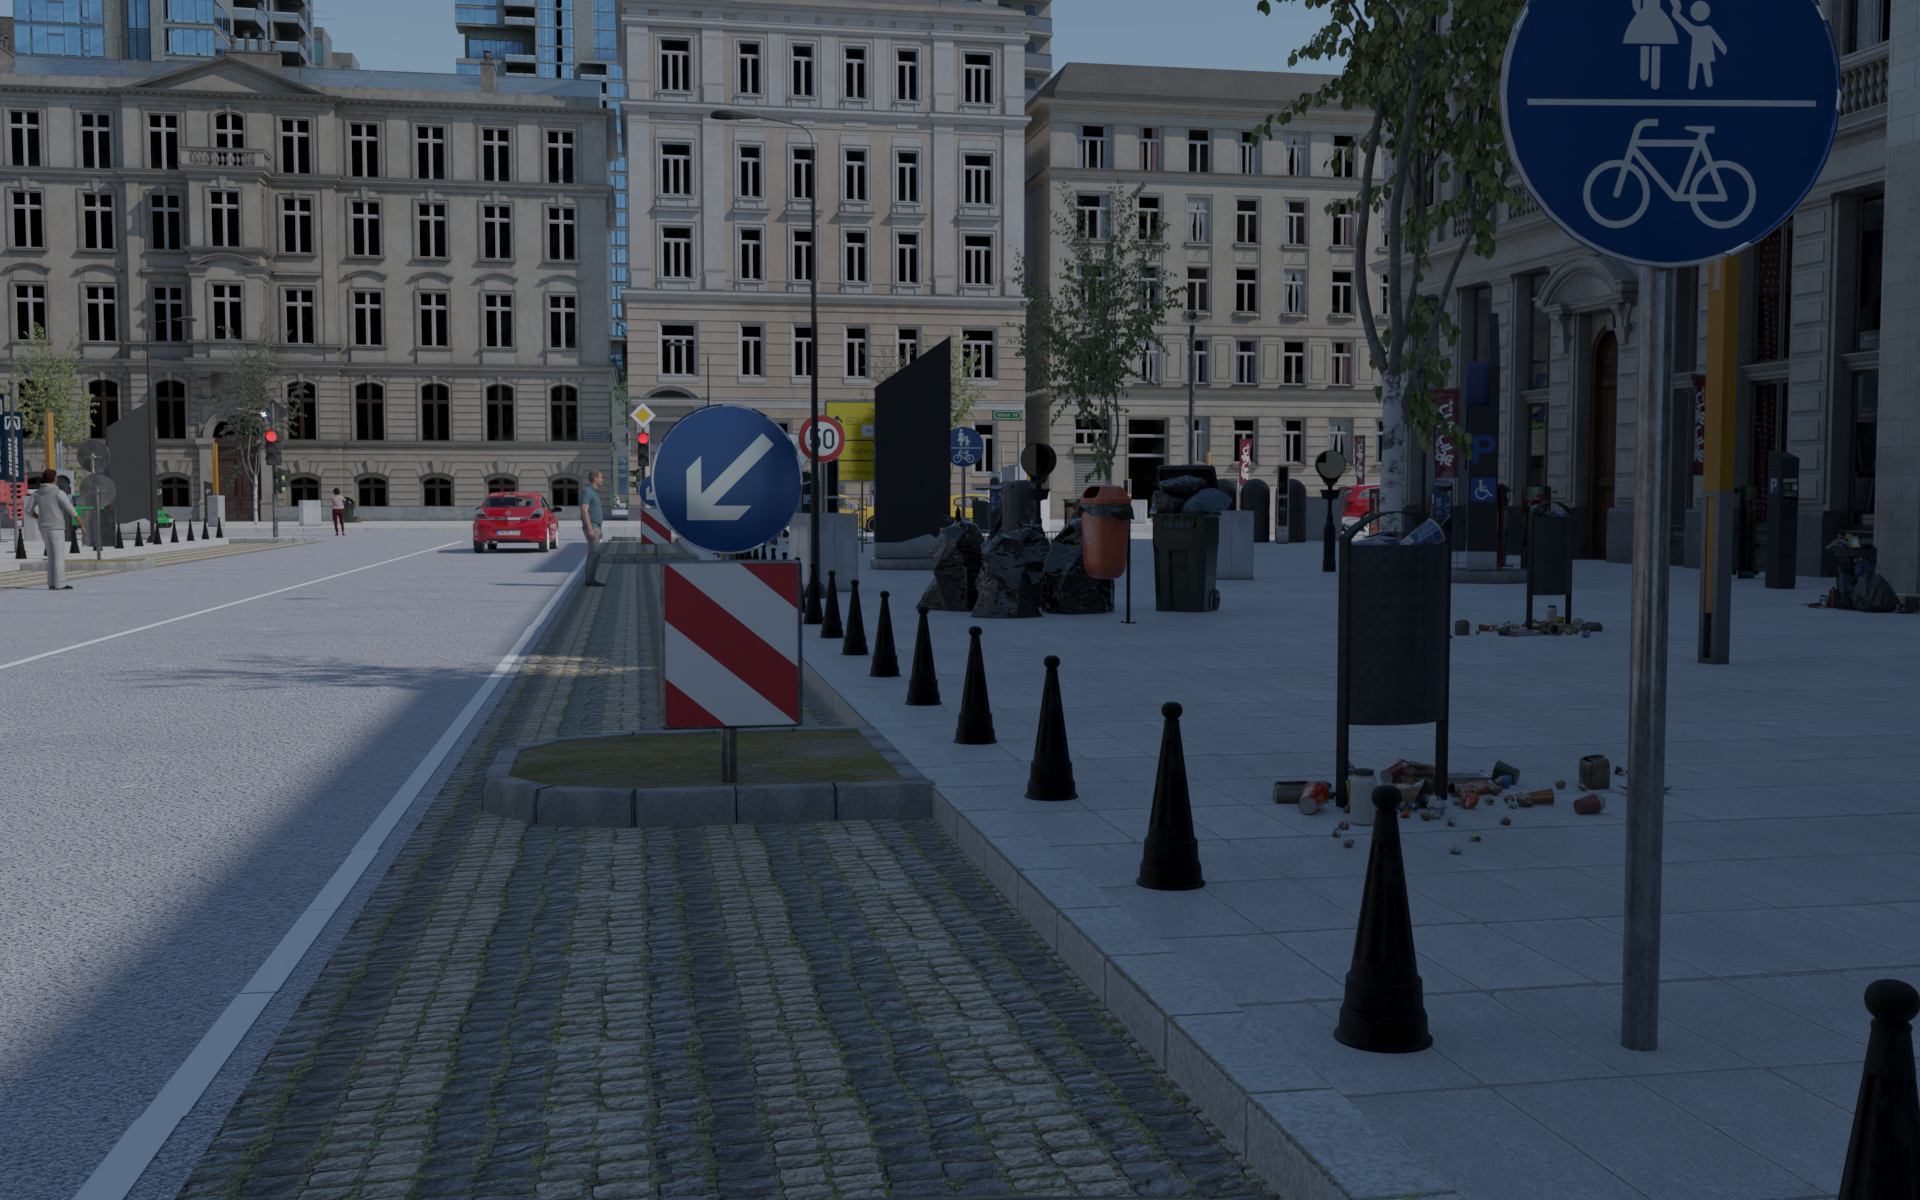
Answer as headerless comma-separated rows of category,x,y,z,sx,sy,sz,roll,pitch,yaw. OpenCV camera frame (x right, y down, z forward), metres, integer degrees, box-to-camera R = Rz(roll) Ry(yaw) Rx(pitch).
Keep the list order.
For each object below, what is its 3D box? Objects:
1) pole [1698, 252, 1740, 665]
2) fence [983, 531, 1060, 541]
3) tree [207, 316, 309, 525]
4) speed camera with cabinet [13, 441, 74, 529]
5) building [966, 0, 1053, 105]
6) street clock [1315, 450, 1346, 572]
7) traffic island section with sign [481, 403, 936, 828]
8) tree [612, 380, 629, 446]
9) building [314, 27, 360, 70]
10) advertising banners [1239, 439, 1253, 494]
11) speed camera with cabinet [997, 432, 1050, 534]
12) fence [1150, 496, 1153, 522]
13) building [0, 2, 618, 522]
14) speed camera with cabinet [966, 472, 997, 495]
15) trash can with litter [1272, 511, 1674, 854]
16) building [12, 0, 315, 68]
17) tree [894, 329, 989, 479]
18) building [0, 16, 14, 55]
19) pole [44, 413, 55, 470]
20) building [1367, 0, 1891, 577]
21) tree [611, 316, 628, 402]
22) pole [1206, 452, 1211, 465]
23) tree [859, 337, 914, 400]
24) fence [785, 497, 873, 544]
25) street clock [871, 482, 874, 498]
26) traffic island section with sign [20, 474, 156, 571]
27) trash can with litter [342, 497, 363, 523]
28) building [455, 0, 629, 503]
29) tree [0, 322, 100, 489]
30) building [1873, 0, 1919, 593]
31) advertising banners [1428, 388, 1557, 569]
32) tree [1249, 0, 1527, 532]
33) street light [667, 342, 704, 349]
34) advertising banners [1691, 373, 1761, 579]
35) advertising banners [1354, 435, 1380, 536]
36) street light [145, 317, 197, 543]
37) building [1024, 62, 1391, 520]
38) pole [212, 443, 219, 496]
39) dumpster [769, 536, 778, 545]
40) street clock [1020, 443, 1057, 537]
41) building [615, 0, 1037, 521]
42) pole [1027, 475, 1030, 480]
pole,5.706,-1.173,13.017,0.158,3.312,0.155,0,3,0
fence,0.963,-0.758,27.767,2.069,0.683,0.278,-1,4,-13
tree,-29.405,-7.454,72.241,4.360,8.622,3.978,0,3,0
speed camera with cabinet,-34.919,-4.388,66.086,0.660,3.252,2.038,2,4,28
building,-2.906,-37.637,157.371,21.231,58.520,28.212,-1,4,-11
street clock,6.097,-1.466,28.547,0.471,2.002,0.358,0,4,1
traffic island section with sign,-1.261,0.016,8.361,1.989,1.847,2.006,-1,4,-11
tree,-23.902,-13.132,140.462,9.928,11.665,9.643,0,3,0
building,-76.017,-34.057,176.447,30.456,49.044,23.786,-1,4,-11
advertising banners,8.368,-3.560,54.387,2.074,3.025,0.090,-2,4,-29
speed camera with cabinet,2.113,-3.744,55.554,0.660,3.252,2.038,2,4,35
fence,9.935,-4.216,80.139,2.264,1.192,0.480,0,4,-2
building,-34.417,-16.258,84.899,34.723,24.649,14.460,-1,4,-11
speed camera with cabinet,1.139,-4.750,71.994,0.660,3.252,2.038,-3,5,-44
trash can with litter,2.193,0.236,7.202,2.233,1.210,1.678,-1,4,-23
building,-66.078,-50.920,145.212,22.319,86.520,31.000,-1,4,-11
tree,-0.736,-7.722,76.611,4.737,8.622,4.395,0,3,0
building,-101.804,-33.582,172.766,21.600,48.544,21.300,-1,4,-11
pole,-22.808,-3.033,43.429,0.158,3.312,0.155,0,3,0
building,16.704,-12.505,33.329,11.050,23.489,19.941,-1,4,-11
tree,-32.897,-19.775,179.213,12.611,20.169,13.585,0,3,0
pole,12.021,-5.509,83.919,0.158,3.312,0.155,0,3,0
tree,-2.890,-7.987,80.953,4.360,8.622,3.978,0,3,0
fence,-3.407,-2.067,45.003,2.264,1.192,0.480,1,4,18
street clock,-1.869,-2.155,39.811,0.358,2.002,0.471,-1,4,-16
traffic island section with sign,-16.547,-1.492,33.026,1.989,1.847,2.006,-1,4,-11
trash can with litter,-27.237,-4.038,77.404,0.624,1.170,1.055,1,4,18
building,-58.321,-57.019,244.924,31.000,86.520,22.319,-1,4,-11
tree,-38.698,-7.555,73.886,4.737,8.622,4.395,0,3,0
building,18.784,-9.809,15.129,10.420,20.320,16.860,-1,4,-11
advertising banners,8.720,-1.974,28.456,2.074,3.025,0.090,2,4,26
tree,2.977,-3.698,10.828,4.737,8.622,4.395,0,3,0
street light,-8.263,-4.933,53.202,1.470,5.913,1.316,-1,4,-11
advertising banners,11.386,-1.811,25.796,2.074,3.025,0.090,-3,4,-38
advertising banners,12.144,-3.329,50.612,0.090,3.025,2.074,-2,4,-24
street light,-20.664,-4.456,45.392,1.470,5.913,1.316,-1,4,-11
building,17.105,-16.070,96.029,30.059,22.955,16.112,-1,4,-11
pole,-29.898,-4.631,69.564,0.158,3.312,0.155,0,3,0
dumpster,-5.194,-2.329,43.831,1.264,1.857,1.865,-1,4,-11
street clock,1.117,-1.229,24.670,0.471,2.002,0.358,2,4,27
building,-7.375,-18.558,89.329,20.117,28.700,13.634,-1,4,-11
pole,3.014,-5.063,76.617,0.158,3.312,0.155,0,3,0
